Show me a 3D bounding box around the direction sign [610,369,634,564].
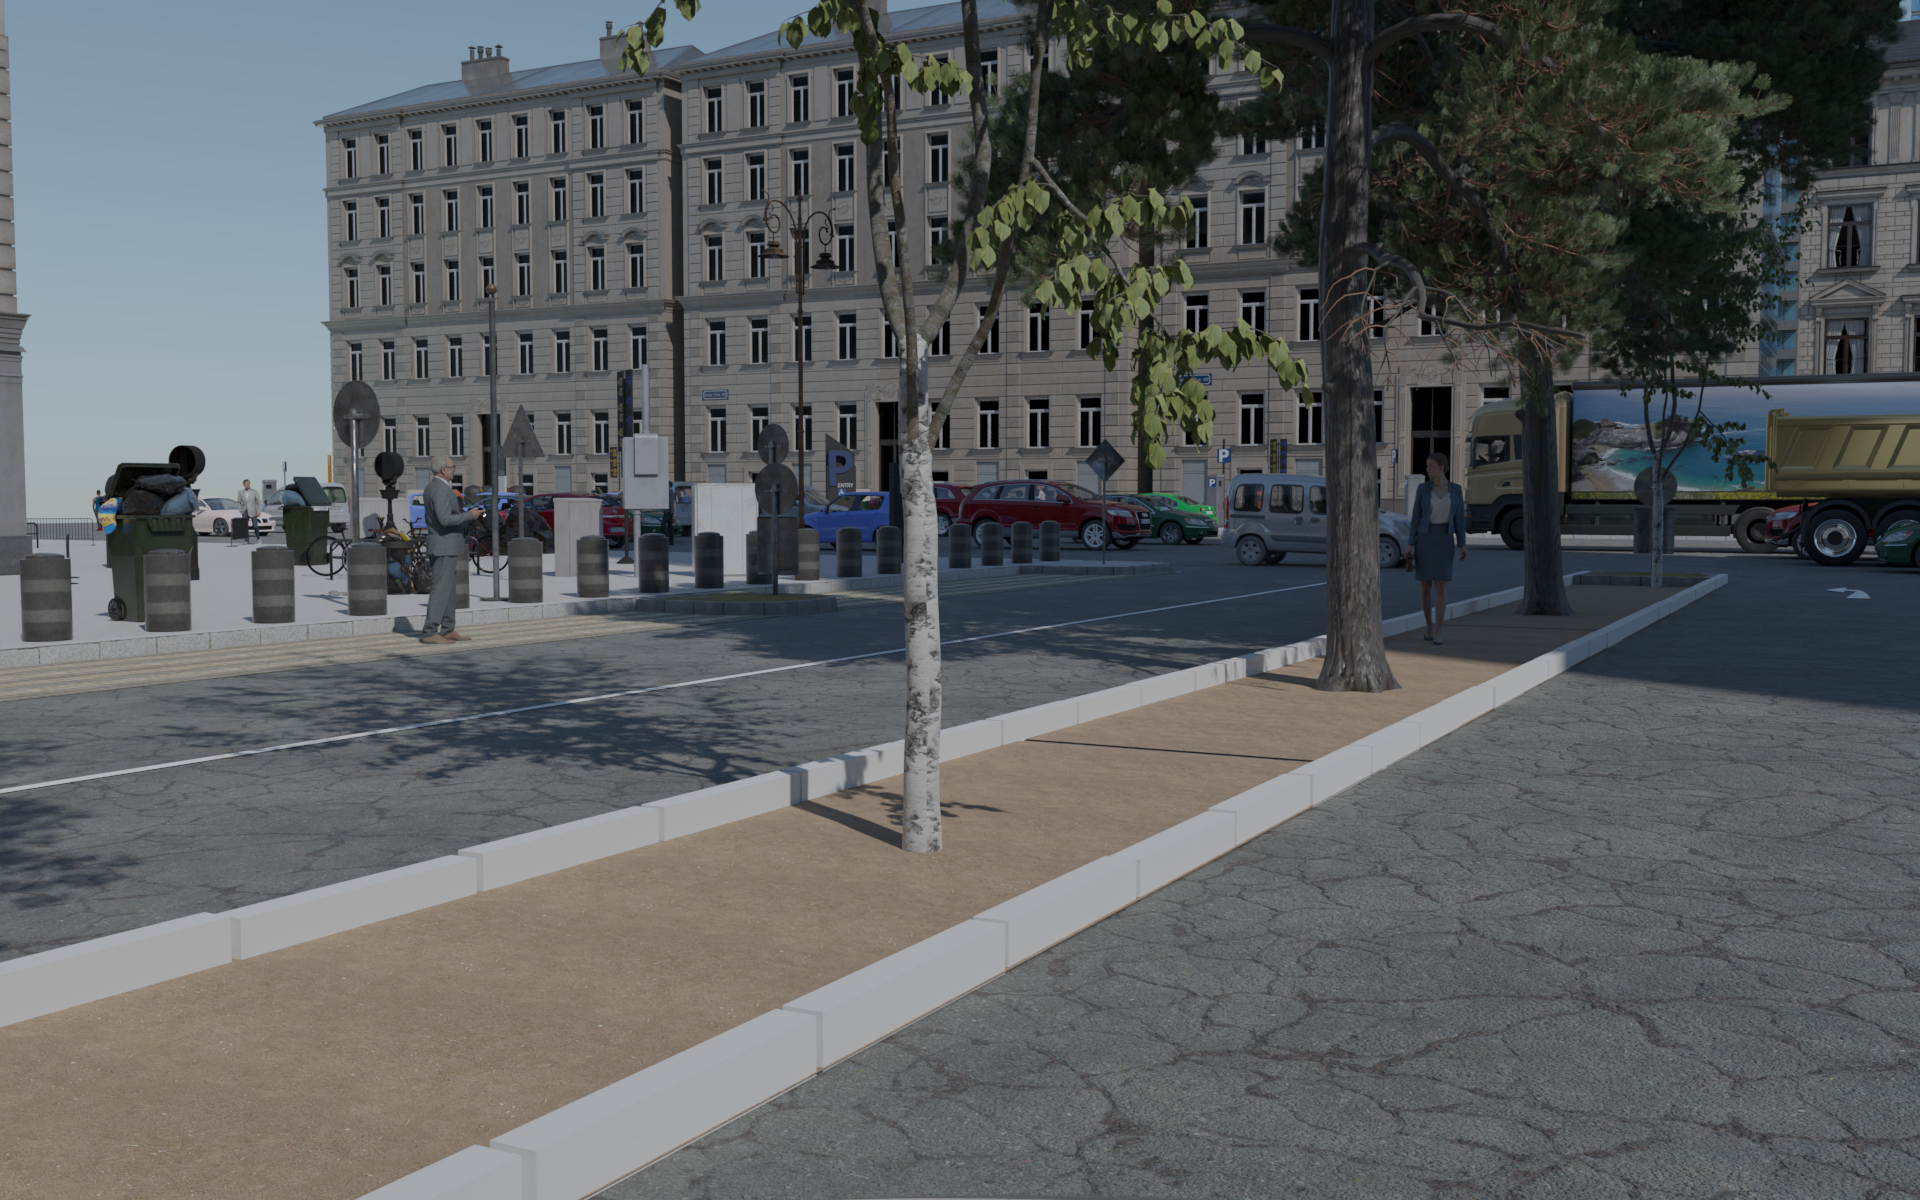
[{"bbox_3d":[-6.139,-2.435,31.808,0.379,3.537,0.876,-2,4,-28],"label":"direction sign"}]

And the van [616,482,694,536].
[{"bbox_3d":[-10.823,-3.167,58.796,4.112,2.044,2.013,2,4,29],"label":"van"}]

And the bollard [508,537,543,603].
[{"bbox_3d":[-5.141,-0.353,20.495,0.404,0.777,0.398,0,3,0],"label":"bollard"}]

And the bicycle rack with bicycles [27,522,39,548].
[{"bbox_3d":[-23.003,-1.638,40.165,2.852,0.926,2.925,0,4,6],"label":"bicycle rack with bicycles"}]

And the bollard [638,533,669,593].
[{"bbox_3d":[-4.000,-0.483,22.612,0.404,0.777,0.398,0,3,0],"label":"bollard"}]

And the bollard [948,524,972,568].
[{"bbox_3d":[0.000,-0.937,30.034,0.404,0.777,0.398,0,3,0],"label":"bollard"}]

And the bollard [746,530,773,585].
[{"bbox_3d":[-2.858,-0.612,24.727,0.404,0.777,0.398,0,3,0],"label":"bollard"}]

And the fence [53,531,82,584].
[{"bbox_3d":[-13.121,-0.618,25.479,0.278,0.683,2.069,-2,4,-26],"label":"fence"}]

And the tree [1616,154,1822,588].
[{"bbox_3d":[10.513,-4.466,25.836,4.737,8.622,4.395,0,3,0],"label":"tree"}]

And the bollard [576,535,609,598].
[{"bbox_3d":[-4.569,-0.418,21.553,0.404,0.777,0.398,0,3,0],"label":"bollard"}]

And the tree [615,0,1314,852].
[{"bbox_3d":[-0.229,-3.281,6.468,4.737,8.622,4.395,0,3,0],"label":"tree"}]

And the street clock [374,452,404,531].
[{"bbox_3d":[-9.784,-1.539,29.730,0.471,2.002,0.358,2,4,24],"label":"street clock"}]

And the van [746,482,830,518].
[{"bbox_3d":[-5.510,-3.172,58.877,4.112,2.044,2.013,2,4,28],"label":"van"}]

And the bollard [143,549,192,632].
[{"bbox_3d":[-7.431,-0.093,16.240,0.404,0.777,0.398,0,3,0],"label":"bollard"}]

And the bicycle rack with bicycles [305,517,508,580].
[{"bbox_3d":[-8.696,-0.823,26.839,2.925,0.926,2.852,0,4,-1],"label":"bicycle rack with bicycles"}]

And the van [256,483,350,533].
[{"bbox_3d":[-24.480,-3.483,63.966,4.112,2.044,2.013,2,4,29],"label":"van"}]

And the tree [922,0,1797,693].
[{"bbox_3d":[2.813,-5.374,12.373,6.751,12.117,7.091,0,3,0],"label":"tree"}]

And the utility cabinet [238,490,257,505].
[{"bbox_3d":[-38.376,-5.173,93.264,1.173,1.500,0.318,2,4,32],"label":"utility cabinet"}]

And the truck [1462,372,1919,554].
[{"bbox_3d":[17.788,-3.323,43.238,11.283,4.237,2.839,2,4,28],"label":"truck"}]

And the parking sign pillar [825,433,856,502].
[{"bbox_3d":[-5.269,-5.390,76.592,1.447,3.967,1.447,-1,4,-16],"label":"parking sign pillar"}]

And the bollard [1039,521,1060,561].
[{"bbox_3d":[1.722,-1.132,33.222,0.404,0.777,0.398,0,3,0],"label":"bollard"}]

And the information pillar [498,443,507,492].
[{"bbox_3d":[-21.068,-5.404,79.707,0.504,3.616,0.183,3,4,38],"label":"information pillar"}]

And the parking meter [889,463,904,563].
[{"bbox_3d":[-1.100,-1.623,32.254,0.399,1.863,0.255,-2,4,-31],"label":"parking meter"}]

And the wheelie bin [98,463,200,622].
[{"bbox_3d":[-8.184,-0.592,17.591,0.693,1.594,0.980,2,4,35],"label":"wheelie bin"}]

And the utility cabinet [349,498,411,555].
[{"bbox_3d":[-10.398,-1.219,31.089,1.020,1.237,0.306,-3,5,-42],"label":"utility cabinet"}]

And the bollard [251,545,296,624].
[{"bbox_3d":[-6.858,-0.158,17.297,0.404,0.777,0.398,0,3,0],"label":"bollard"}]

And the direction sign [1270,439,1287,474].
[{"bbox_3d":[13.069,-4.840,71.137,0.379,3.537,0.876,-3,5,-39],"label":"direction sign"}]

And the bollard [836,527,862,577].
[{"bbox_3d":[-1.716,-0.742,26.845,0.404,0.777,0.398,0,3,0],"label":"bollard"}]

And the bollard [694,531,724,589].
[{"bbox_3d":[-3.429,-0.548,23.670,0.404,0.777,0.398,0,3,0],"label":"bollard"}]

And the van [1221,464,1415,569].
[{"bbox_3d":[7.350,-1.686,34.572,4.112,2.044,2.013,2,4,27],"label":"van"}]

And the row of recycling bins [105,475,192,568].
[{"bbox_3d":[-14.745,-1.489,31.466,1.069,1.692,3.534,-1,4,-13],"label":"row of recycling bins"}]

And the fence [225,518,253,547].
[{"bbox_3d":[-17.918,-1.696,43.104,0.278,0.683,2.069,-1,4,-11],"label":"fence"}]

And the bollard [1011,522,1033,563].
[{"bbox_3d":[1.148,-1.067,32.166,0.404,0.777,0.398,0,3,0],"label":"bollard"}]

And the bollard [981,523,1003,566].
[{"bbox_3d":[0.578,-1.002,31.107,0.404,0.777,0.398,0,3,0],"label":"bollard"}]

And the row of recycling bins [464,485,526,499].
[{"bbox_3d":[-21.860,-4.540,81.346,1.069,1.692,3.534,2,4,31],"label":"row of recycling bins"}]

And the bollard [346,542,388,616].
[{"bbox_3d":[-6.289,-0.223,18.368,0.404,0.777,0.398,0,3,0],"label":"bollard"}]

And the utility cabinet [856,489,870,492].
[{"bbox_3d":[-4.723,-4.341,79.651,1.173,1.500,0.318,-2,4,-33],"label":"utility cabinet"}]

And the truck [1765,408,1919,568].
[{"bbox_3d":[20.998,-2.295,33.453,9.791,3.379,3.469,2,4,28],"label":"truck"}]

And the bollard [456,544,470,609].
[{"bbox_3d":[-5.714,-0.289,19.438,0.404,0.777,0.398,0,3,0],"label":"bollard"}]

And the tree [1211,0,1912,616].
[{"bbox_3d":[6.852,-6.761,20.421,7.806,13.903,7.818,0,3,0],"label":"tree"}]

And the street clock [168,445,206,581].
[{"bbox_3d":[-11.452,-1.293,25.709,0.471,2.002,0.358,1,4,13],"label":"street clock"}]

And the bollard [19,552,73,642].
[{"bbox_3d":[-8.006,-0.028,15.175,0.404,0.777,0.398,0,3,0],"label":"bollard"}]

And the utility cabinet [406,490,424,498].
[{"bbox_3d":[-27.110,-4.770,86.666,1.173,1.500,0.318,-3,5,-43],"label":"utility cabinet"}]

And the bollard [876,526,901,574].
[{"bbox_3d":[-1.145,-0.806,27.903,0.404,0.777,0.398,0,3,0],"label":"bollard"}]

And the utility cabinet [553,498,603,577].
[{"bbox_3d":[-5.987,-0.984,27.249,0.306,1.237,1.020,1,4,18],"label":"utility cabinet"}]

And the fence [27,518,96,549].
[{"bbox_3d":[-22.540,-1.679,42.833,2.069,0.683,0.278,-1,4,-20],"label":"fence"}]

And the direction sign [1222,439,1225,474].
[{"bbox_3d":[10.888,-4.866,71.552,0.379,3.537,0.876,0,4,4],"label":"direction sign"}]

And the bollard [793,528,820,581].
[{"bbox_3d":[-2.290,-0.677,25.789,0.404,0.777,0.398,0,3,0],"label":"bollard"}]
